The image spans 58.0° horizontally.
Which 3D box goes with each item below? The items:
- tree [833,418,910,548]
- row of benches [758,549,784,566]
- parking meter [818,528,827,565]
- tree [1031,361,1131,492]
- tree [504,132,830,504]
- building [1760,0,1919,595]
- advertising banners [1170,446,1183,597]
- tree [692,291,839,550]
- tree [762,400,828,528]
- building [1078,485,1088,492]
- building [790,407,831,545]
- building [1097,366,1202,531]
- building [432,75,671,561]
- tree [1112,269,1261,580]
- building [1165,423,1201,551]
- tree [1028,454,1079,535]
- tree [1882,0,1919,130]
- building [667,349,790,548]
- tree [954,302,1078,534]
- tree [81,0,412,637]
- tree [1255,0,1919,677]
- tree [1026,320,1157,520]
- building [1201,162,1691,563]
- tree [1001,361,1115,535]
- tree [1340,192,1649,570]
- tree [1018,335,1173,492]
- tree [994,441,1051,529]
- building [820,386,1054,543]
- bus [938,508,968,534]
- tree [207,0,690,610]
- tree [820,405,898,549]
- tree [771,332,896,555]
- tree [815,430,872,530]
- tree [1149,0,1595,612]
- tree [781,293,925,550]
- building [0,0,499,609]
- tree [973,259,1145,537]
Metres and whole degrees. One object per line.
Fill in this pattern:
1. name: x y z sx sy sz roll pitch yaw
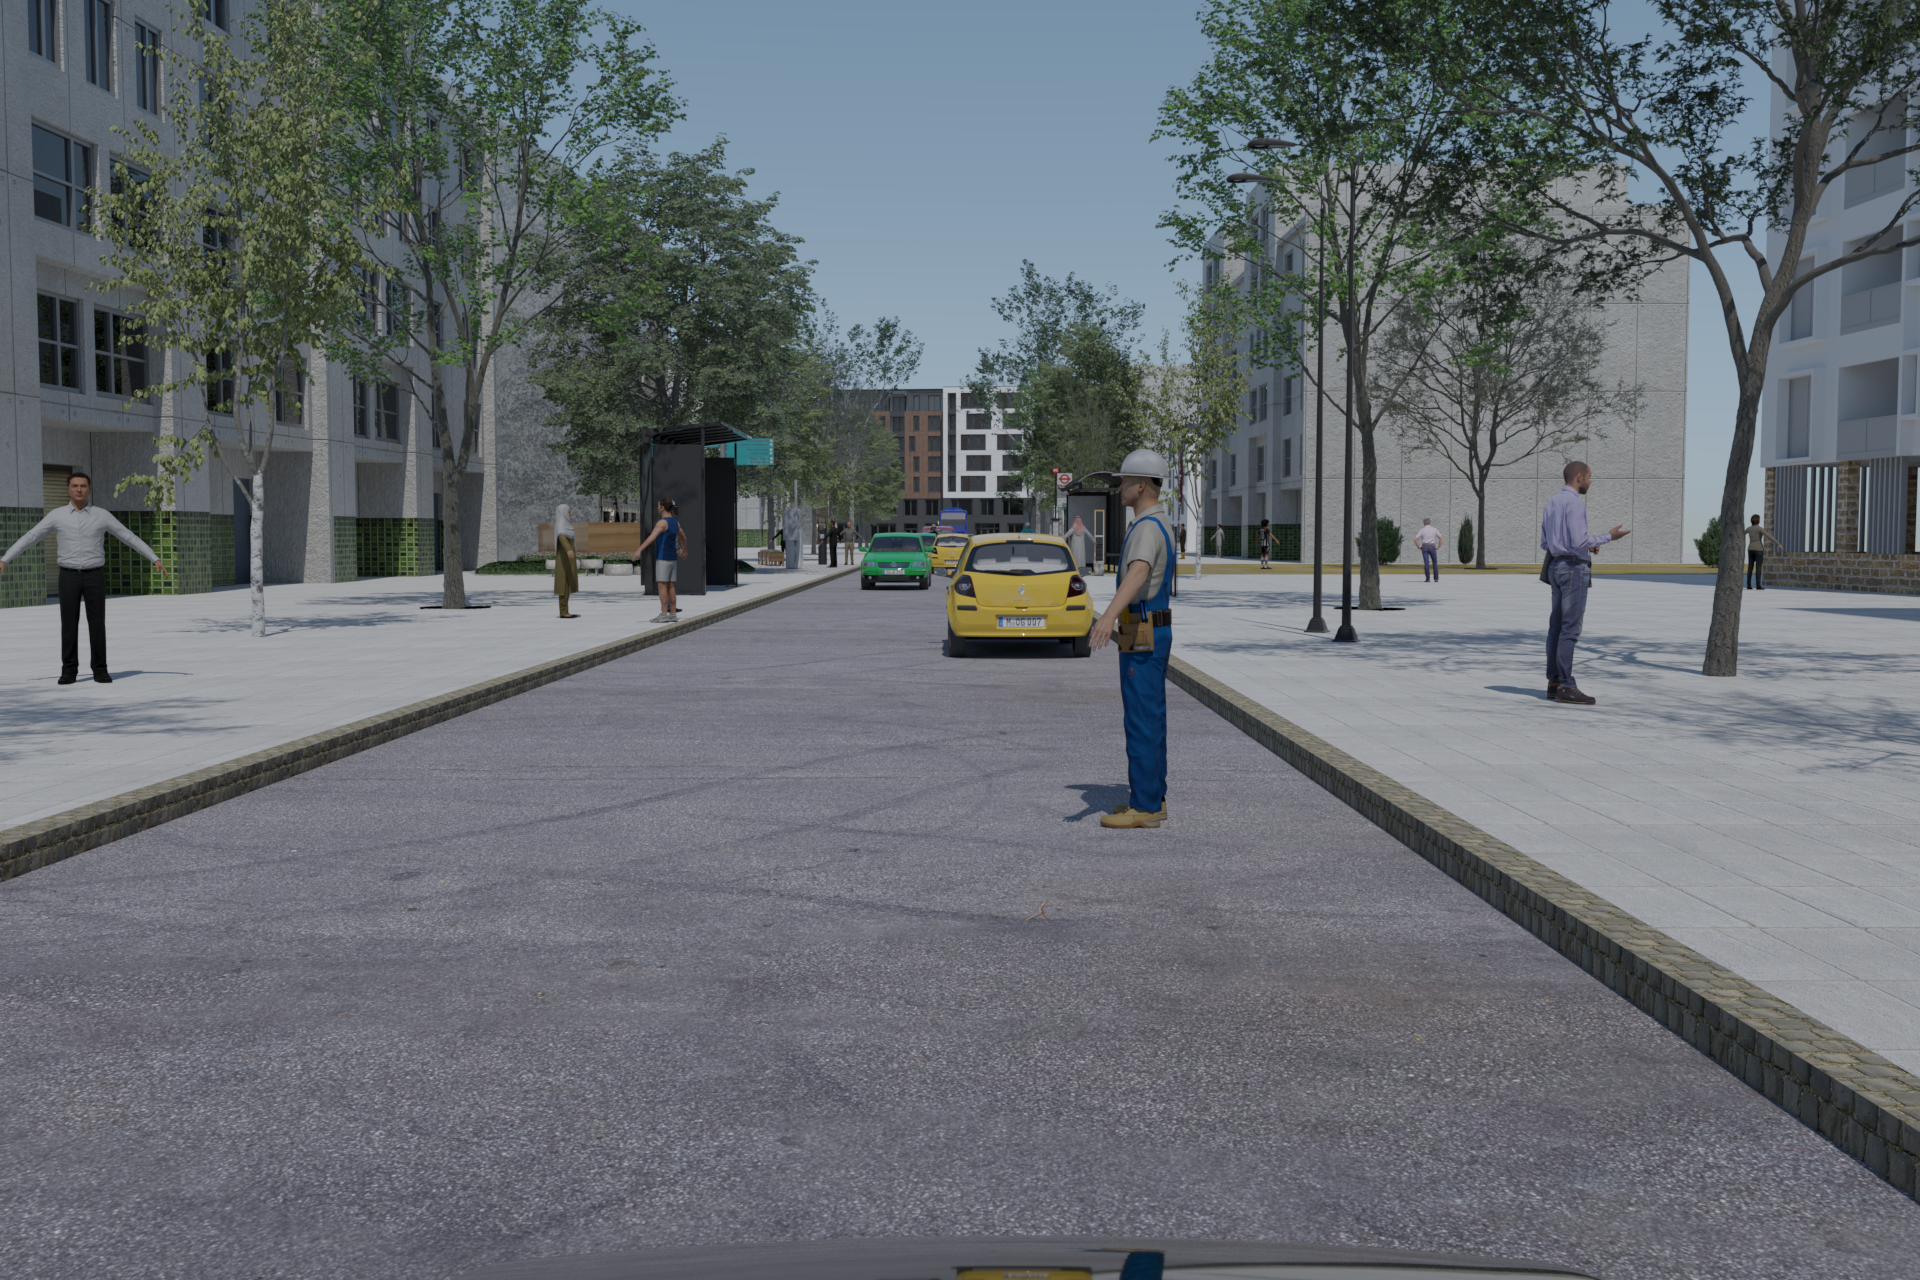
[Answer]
1. tree: -8.335 -14.870 161.252 7.486 12.596 7.792 0 3 0
2. row of benches: -7.763 -3.402 71.087 1.422 0.672 4.104 -1 4 -13
3. parking meter: -5.745 -3.914 72.405 0.372 1.533 0.369 0 3 0
4. tree: 5.604 -7.506 73.091 4.360 8.622 3.978 0 3 0
5. tree: -8.990 -9.036 54.392 9.857 13.997 8.962 0 3 0
6. building: 25.018 -11.275 40.767 16.016 20.090 11.380 0 3 0
7. advertising banners: 4.400 -2.405 35.510 0.090 3.025 2.074 0 3 0
8. tree: -9.254 -9.962 81.011 7.486 12.596 7.792 0 3 0
9. tree: -8.679 -8.547 90.108 4.737 8.622 4.395 0 3 0
10. building: 23.464 -21.898 224.494 16.747 18.905 31.486 0 4 0
11. building: -26.175 -23.332 212.414 19.493 23.208 18.063 0 4 0
12. building: 24.051 -19.828 190.640 16.747 18.905 31.486 0 4 0
13. building: -25.398 -15.643 86.691 19.493 23.208 18.063 0 4 0
14. tree: 6.601 -6.010 48.621 4.737 8.622 4.395 0 3 0
15. building: 21.695 -11.583 131.534 9.099 9.664 28.070 0 4 0
16. tree: 6.607 -11.031 130.716 4.360 8.622 3.978 0 3 0
17. tree: 6.357 -3.511 7.768 4.360 8.622 3.978 0 3 0
18. building: -27.639 -19.231 180.891 16.747 18.905 31.486 0 4 0
19. tree: 5.890 -17.571 143.169 12.611 20.169 13.585 0 3 0
20. tree: -8.839 -4.353 21.539 4.737 8.622 4.395 0 3 0
21. tree: 6.839 -4.930 15.021 8.767 10.594 7.601 0 4 3
22. tree: 6.958 -10.673 92.631 7.486 12.596 7.792 0 3 0
23. building: 23.332 -13.747 91.217 16.747 18.905 31.486 0 4 0
24. tree: 6.320 -10.910 104.130 9.928 11.665 9.643 0 3 0
25. tree: 18.755 -9.285 62.173 12.009 13.543 11.850 0 3 0
26. tree: 6.334 -9.040 82.209 8.767 10.594 7.601 2 4 32
27. tree: 6.634 -13.687 158.197 7.601 10.594 8.767 -3 4 -38
28. building: -3.008 -24.804 251.981 32.646 21.610 27.936 0 4 6
29. bus: -0.643 -10.382 161.292 2.896 3.916 12.251 0 4 -1
30. tree: -8.614 -6.348 29.545 9.928 11.665 9.643 0 3 0
31. tree: -9.169 -14.290 151.776 7.486 12.596 7.792 0 3 0
32. tree: -8.962 -11.967 106.035 12.009 13.543 11.850 0 3 0
33. tree: -8.234 -10.192 116.995 4.737 8.622 4.395 0 3 0
34. tree: 6.802 -6.316 29.025 9.928 11.665 9.643 0 3 0
35. tree: -10.041 -17.230 137.606 12.611 20.169 13.585 0 3 0
36. building: -24.694 -10.902 44.701 16.747 18.905 31.486 0 4 0
37. tree: 6.637 -16.067 118.582 12.611 20.169 13.585 0 3 0
